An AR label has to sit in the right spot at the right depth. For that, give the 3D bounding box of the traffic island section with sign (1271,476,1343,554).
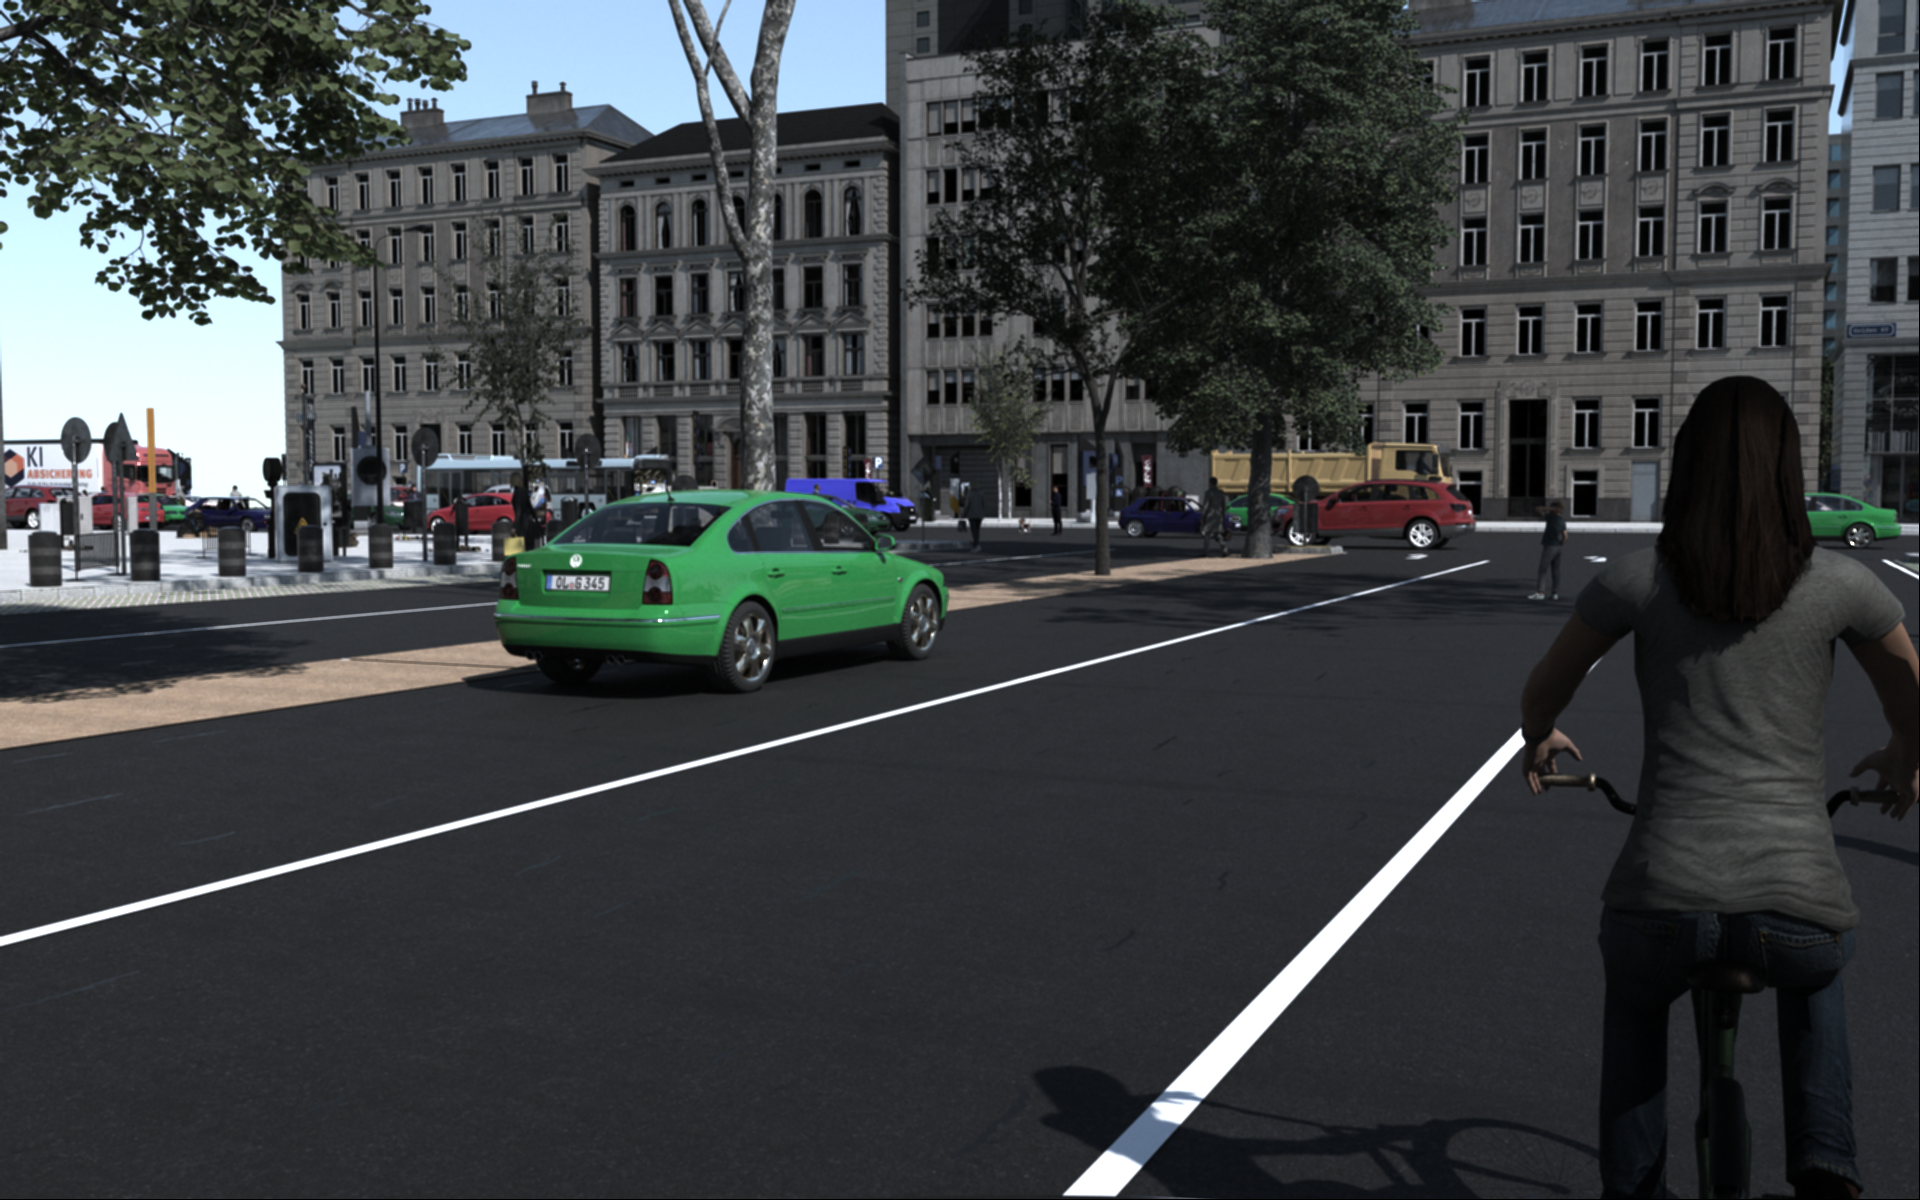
[{"bbox_3d":[8.254,-2.079,42.128,2.006,1.907,1.989,2,4,24],"label":"traffic island section with sign"}]

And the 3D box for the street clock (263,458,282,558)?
[{"bbox_3d":[-13.696,-1.833,34.541,0.358,2.002,0.471,-3,5,-40],"label":"street clock"}]

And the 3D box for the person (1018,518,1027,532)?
[{"bbox_3d":[2.400,-2.848,65.546,0.357,0.543,0.381,1,4,16],"label":"person"}]

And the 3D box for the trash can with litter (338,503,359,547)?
[{"bbox_3d":[-14.966,-1.865,41.886,0.624,1.170,1.055,0,4,-1],"label":"trash can with litter"}]

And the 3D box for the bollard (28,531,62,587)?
[{"bbox_3d":[-12.715,-0.572,24.072,0.404,0.777,0.398,0,3,0],"label":"bollard"}]

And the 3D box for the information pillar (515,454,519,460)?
[{"bbox_3d":[-25.625,-6.668,100.381,0.504,3.616,0.183,3,5,40],"label":"information pillar"}]

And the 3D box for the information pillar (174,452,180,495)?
[{"bbox_3d":[-43.757,-6.453,96.860,0.504,3.616,0.183,3,5,44],"label":"information pillar"}]

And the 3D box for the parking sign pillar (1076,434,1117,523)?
[{"bbox_3d":[5.963,-5.479,78.049,1.447,3.967,1.447,-1,4,-22],"label":"parking sign pillar"}]

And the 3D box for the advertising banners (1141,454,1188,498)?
[{"bbox_3d":[8.985,-4.896,76.236,2.074,3.025,0.090,1,4,17],"label":"advertising banners"}]

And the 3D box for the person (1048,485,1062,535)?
[{"bbox_3d":[3.287,-3.114,60.122,0.504,1.737,0.576,-2,4,-30],"label":"person"}]

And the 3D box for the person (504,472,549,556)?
[{"bbox_3d":[-7.084,-1.244,29.059,0.699,1.804,1.509,3,4,37],"label":"person"}]

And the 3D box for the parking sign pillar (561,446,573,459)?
[{"bbox_3d":[-21.606,-6.618,96.671,1.447,3.967,1.447,0,4,3],"label":"parking sign pillar"}]

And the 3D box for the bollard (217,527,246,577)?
[{"bbox_3d":[-11.366,-0.753,27.032,0.404,0.777,0.398,0,3,0],"label":"bollard"}]

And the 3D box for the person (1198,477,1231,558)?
[{"bbox_3d":[5.660,-1.842,38.718,0.694,1.812,0.767,-2,4,-32],"label":"person"}]

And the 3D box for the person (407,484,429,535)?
[{"bbox_3d":[-18.596,-3.088,59.439,0.683,1.767,0.568,-2,4,-33],"label":"person"}]

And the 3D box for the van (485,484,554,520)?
[{"bbox_3d":[-18.606,-3.892,70.639,4.112,2.044,2.013,2,4,26],"label":"van"}]

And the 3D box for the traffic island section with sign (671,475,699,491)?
[{"bbox_3d":[-5.828,-1.590,34.631,1.989,1.847,2.006,2,4,24],"label":"traffic island section with sign"}]

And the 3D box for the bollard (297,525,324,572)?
[{"bbox_3d":[-10.691,-0.843,28.506,0.404,0.777,0.398,0,3,0],"label":"bollard"}]

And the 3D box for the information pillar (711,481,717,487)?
[{"bbox_3d":[-13.758,-5.650,96.874,0.304,2.012,0.304,-1,4,-14],"label":"information pillar"}]

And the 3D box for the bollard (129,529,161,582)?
[{"bbox_3d":[-12.033,-0.664,25.569,0.404,0.777,0.398,0,3,0],"label":"bollard"}]

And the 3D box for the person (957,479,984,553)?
[{"bbox_3d":[0.298,-2.044,42.101,0.709,1.800,0.728,-2,4,-26],"label":"person"}]

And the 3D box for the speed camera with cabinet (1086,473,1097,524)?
[{"bbox_3d":[5.928,-4.950,75.264,0.660,3.252,2.038,1,4,15],"label":"speed camera with cabinet"}]

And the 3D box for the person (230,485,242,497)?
[{"bbox_3d":[-33.898,-4.452,81.132,0.795,1.843,0.661,3,5,43],"label":"person"}]

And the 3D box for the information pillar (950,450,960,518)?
[{"bbox_3d":[-0.260,-6.114,91.322,0.504,3.616,0.183,1,4,12],"label":"information pillar"}]

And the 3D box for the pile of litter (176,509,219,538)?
[{"bbox_3d":[-22.385,-2.277,51.201,1.719,0.858,1.176,-3,5,-44],"label":"pile of litter"}]

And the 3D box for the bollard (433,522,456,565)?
[{"bbox_3d":[-9.355,-1.023,31.437,0.404,0.777,0.398,0,3,0],"label":"bollard"}]

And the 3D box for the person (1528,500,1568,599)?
[{"bbox_3d":[8.023,-0.686,23.626,0.435,1.345,0.340,-2,4,-33],"label":"person"}]

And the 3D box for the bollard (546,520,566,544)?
[{"bbox_3d":[-8.016,-1.203,34.378,0.404,0.777,0.398,0,3,0],"label":"bollard"}]

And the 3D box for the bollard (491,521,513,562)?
[{"bbox_3d":[-8.691,-1.112,32.901,0.404,0.777,0.398,0,3,0],"label":"bollard"}]

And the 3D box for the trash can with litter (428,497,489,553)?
[{"bbox_3d":[-11.347,-1.682,38.566,1.678,1.210,2.233,0,4,6],"label":"trash can with litter"}]

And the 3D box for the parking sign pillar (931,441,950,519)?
[{"bbox_3d":[-1.227,-6.099,88.189,1.447,3.967,1.447,0,4,-3],"label":"parking sign pillar"}]

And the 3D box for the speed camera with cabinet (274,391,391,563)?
[{"bbox_3d":[-11.866,-2.348,32.733,2.038,3.252,0.660,-2,4,-25],"label":"speed camera with cabinet"}]

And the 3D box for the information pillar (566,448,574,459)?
[{"bbox_3d":[-19.837,-5.925,88.221,0.504,3.616,0.183,2,4,34],"label":"information pillar"}]

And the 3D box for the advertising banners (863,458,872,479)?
[{"bbox_3d":[-3.968,-5.484,85.852,2.074,3.025,0.090,-3,5,-40],"label":"advertising banners"}]

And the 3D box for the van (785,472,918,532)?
[{"bbox_3d":[-4.214,-3.851,67.349,5.245,2.365,2.240,1,4,23],"label":"van"}]

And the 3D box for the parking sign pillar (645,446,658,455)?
[{"bbox_3d":[-17.588,-6.631,96.890,1.447,3.967,1.447,-2,4,-29],"label":"parking sign pillar"}]

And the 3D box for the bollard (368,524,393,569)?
[{"bbox_3d":[-10.025,-0.933,29.975,0.404,0.777,0.398,0,3,0],"label":"bollard"}]

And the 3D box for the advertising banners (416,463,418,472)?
[{"bbox_3d":[-30.015,-6.018,94.581,0.090,3.025,2.074,2,4,25],"label":"advertising banners"}]

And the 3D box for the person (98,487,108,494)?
[{"bbox_3d":[-42.522,-4.736,86.115,0.419,1.800,0.721,3,4,38],"label":"person"}]

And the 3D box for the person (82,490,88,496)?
[{"bbox_3d":[-44.105,-4.727,87.261,0.593,1.643,0.415,2,4,27],"label":"person"}]

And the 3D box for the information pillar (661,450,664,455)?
[{"bbox_3d":[-16.003,-6.189,92.542,0.504,3.616,0.183,1,4,18],"label":"information pillar"}]

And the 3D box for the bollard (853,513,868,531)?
[{"bbox_3d":[-2.653,-1.922,46.142,0.404,0.777,0.398,0,3,0],"label":"bollard"}]
